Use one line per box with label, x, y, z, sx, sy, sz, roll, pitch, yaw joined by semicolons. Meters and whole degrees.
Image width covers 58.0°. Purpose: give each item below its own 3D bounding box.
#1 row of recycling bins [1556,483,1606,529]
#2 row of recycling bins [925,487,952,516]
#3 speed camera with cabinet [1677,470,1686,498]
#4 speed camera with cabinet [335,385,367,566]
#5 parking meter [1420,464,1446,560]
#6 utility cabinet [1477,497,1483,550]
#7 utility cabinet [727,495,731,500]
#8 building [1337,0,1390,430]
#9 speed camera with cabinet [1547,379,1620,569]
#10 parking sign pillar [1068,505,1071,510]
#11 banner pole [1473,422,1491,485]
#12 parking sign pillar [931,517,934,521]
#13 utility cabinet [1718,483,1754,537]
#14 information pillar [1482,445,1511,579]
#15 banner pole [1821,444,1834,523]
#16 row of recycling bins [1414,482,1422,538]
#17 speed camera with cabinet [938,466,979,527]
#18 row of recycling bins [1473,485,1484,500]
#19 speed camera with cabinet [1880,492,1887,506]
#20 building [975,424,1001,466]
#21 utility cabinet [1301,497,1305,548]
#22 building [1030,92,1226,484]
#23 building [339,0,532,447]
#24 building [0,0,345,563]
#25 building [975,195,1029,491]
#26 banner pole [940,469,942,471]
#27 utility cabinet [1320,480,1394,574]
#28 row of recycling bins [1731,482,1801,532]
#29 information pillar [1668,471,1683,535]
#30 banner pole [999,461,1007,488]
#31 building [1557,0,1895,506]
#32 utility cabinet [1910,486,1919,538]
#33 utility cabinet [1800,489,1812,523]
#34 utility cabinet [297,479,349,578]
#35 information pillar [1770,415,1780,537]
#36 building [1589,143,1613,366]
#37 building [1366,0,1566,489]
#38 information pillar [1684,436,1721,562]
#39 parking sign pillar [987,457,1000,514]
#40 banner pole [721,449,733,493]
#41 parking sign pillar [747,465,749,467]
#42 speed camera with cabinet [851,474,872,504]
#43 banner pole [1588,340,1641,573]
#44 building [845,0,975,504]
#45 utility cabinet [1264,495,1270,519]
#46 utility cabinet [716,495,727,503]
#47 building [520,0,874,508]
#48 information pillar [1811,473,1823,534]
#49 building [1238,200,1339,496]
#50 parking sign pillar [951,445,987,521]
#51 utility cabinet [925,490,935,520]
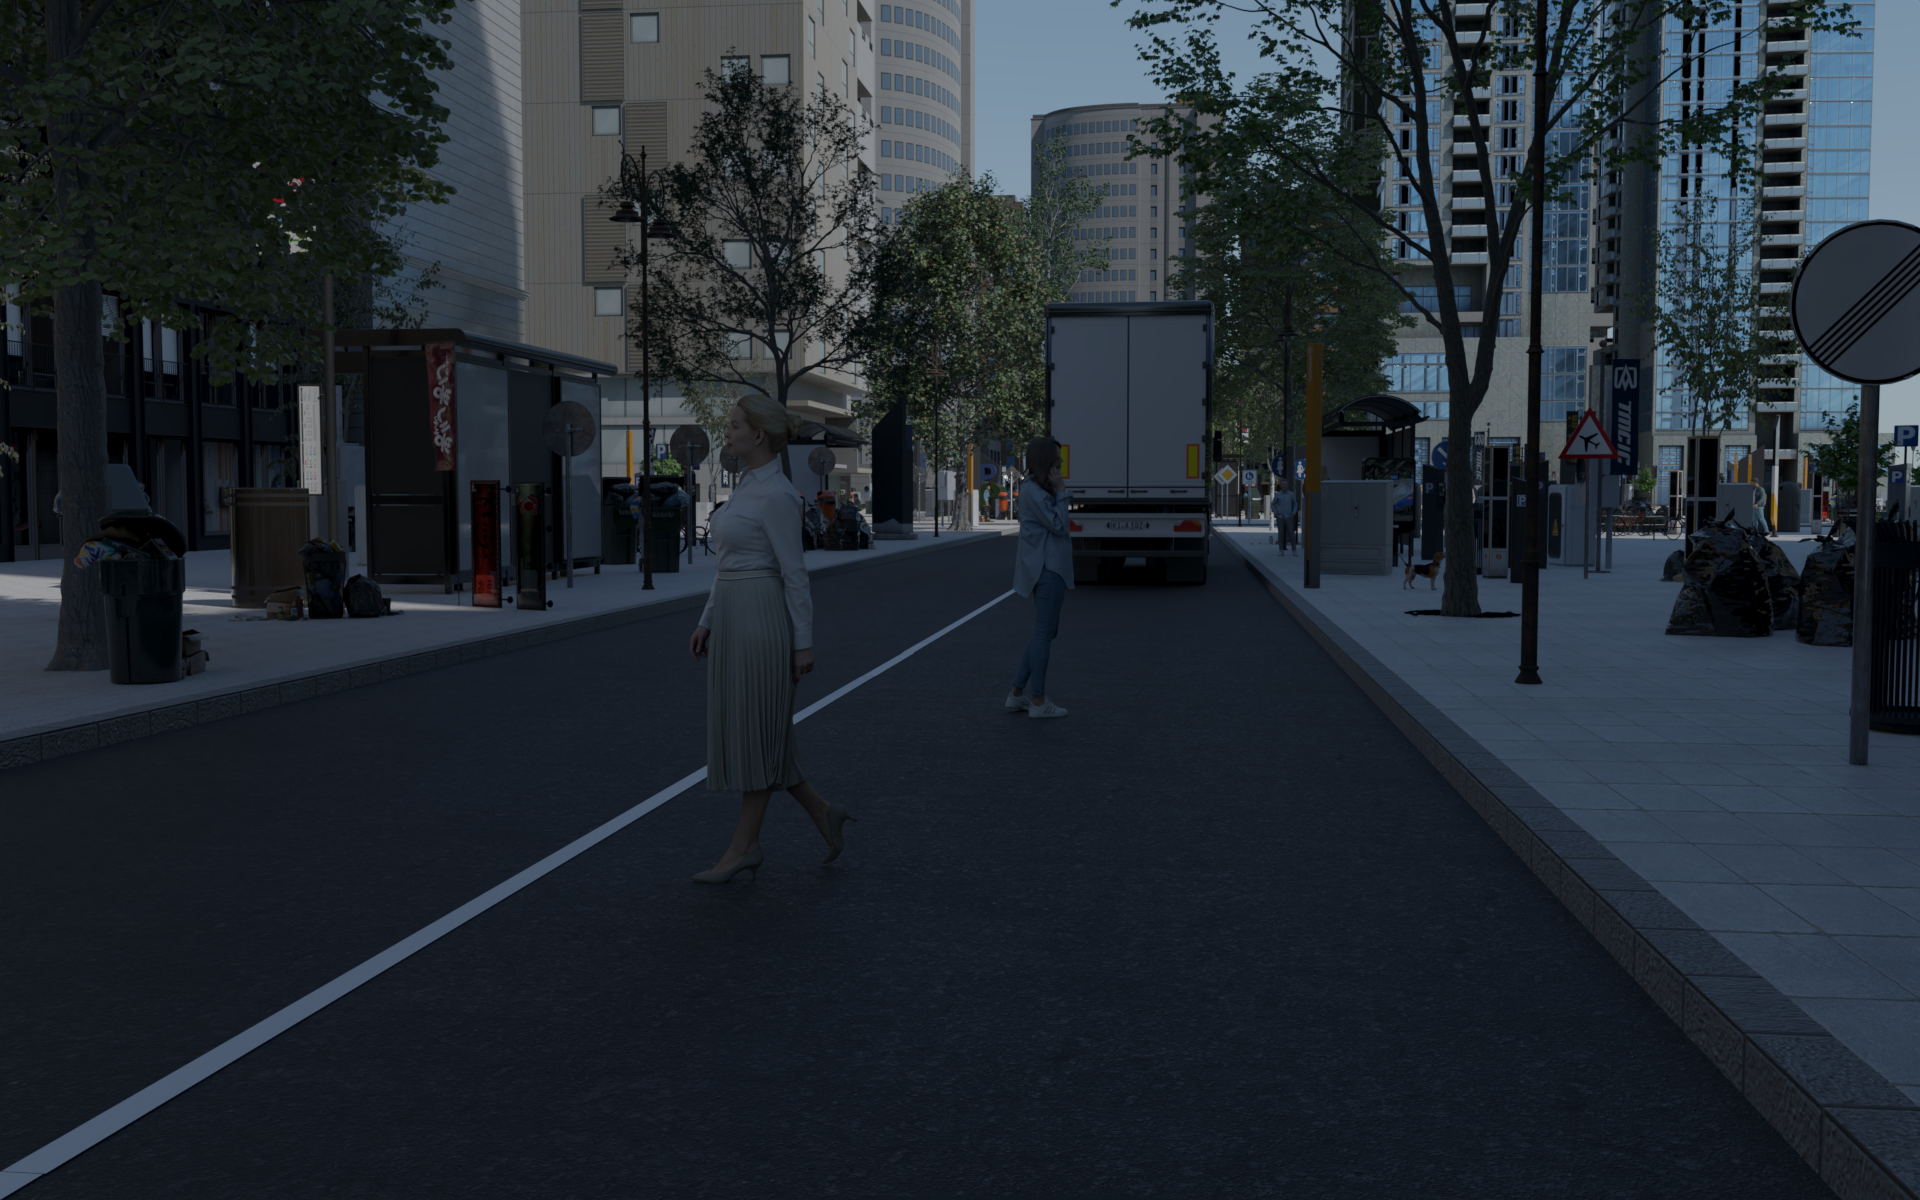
row of recycling bins;22.699;-3.521;64.683;3.534;1.692;1.069;1;4;18
row of recycling bins;-1.289;-5.677;99.932;1.069;1.692;3.534;1;4;22
speed camera with cabinet;60.398;-9.194;144.651;2.038;3.252;0.660;-1;4;-9
speed camera with cabinet;-10.704;-2.260;31.285;0.660;3.252;2.038;-3;5;-45
parking meter;9.191;-1.707;33.628;0.255;1.863;0.399;-3;5;-41
utility cabinet;12.405;-1.764;40.008;1.020;1.237;0.306;-2;4;-32
utility cabinet;-12.477;-5.047;93.686;0.306;1.237;1.020;3;5;43
building;52.352;-46.457;197.819;20.563;71.187;20.611;0;4;7
speed camera with cabinet;10.980;-2.214;30.537;0.660;3.252;2.038;0;4;0
parking sign pillar;6.939;-7.786;115.779;1.447;3.967;1.447;2;4;34
banner pole;18.312;-4.323;60.703;0.401;3.779;0.863;-2;4;-33
parking sign pillar;-1.972;-5.767;82.757;1.447;3.967;1.447;-1;4;-12
utility cabinet;15.229;-1.593;34.716;1.173;1.500;0.318;1;4;8
information pillar;8.150;-1.336;26.334;0.304;2.012;0.304;0;4;-4
banner pole;38.065;-5.255;75.929;0.401;3.779;0.863;-2;4;-29
row of recycling bins;11.924;-2.621;49.960;3.534;1.692;1.069;-2;4;-30
speed camera with cabinet;-0.069;-4.536;68.494;0.660;3.252;2.038;-2;4;-35
row of recycling bins;24.538;-4.227;76.229;3.534;1.692;1.069;1;4;21
speed camera with cabinet;71.549;-8.585;134.703;2.038;3.252;0.660;2;4;30
building;-11.699;-54.540;204.396;31.000;86.520;22.319;0;4;7
utility cabinet;8.611;-1.827;41.035;1.020;1.237;0.306;1;4;9
building;24.843;-43.771;257.655;28.212;58.520;21.231;0;4;7
building;-29.638;-16.860;53.156;29.804;29.767;11.434;0;4;7
building;-23.189;-12.730;37.813;12.332;23.373;15.834;0;4;7
building;2.849;-37.180;258.000;14.200;45.320;14.600;0;4;7
banner pole;-1.313;-8.542;129.686;0.401;3.779;0.863;2;4;31
utility cabinet;6.293;-1.160;27.649;1.173;1.500;0.318;3;4;37
row of recycling bins;27.576;-3.214;59.668;1.069;1.692;3.534;-1;4;-13
information pillar;22.589;-3.070;54.684;0.304;2.012;0.304;-3;5;-40
banner pole;3.260;-8.740;132.920;0.863;3.779;0.401;-3;5;-40
building;85.881;-53.781;191.998;31.000;86.520;22.319;0;4;7
utility cabinet;24.926;-2.232;45.177;0.318;1.500;1.173;-1;4;-20
utility cabinet;36.448;-4.081;75.397;0.318;1.500;1.173;-3;5;-40
utility cabinet;-9.382;-1.030;25.512;0.318;1.500;1.173;0;4;1
information pillar;24.117;-3.663;51.237;0.183;3.616;0.504;3;4;36
building;82.415;-40.751;255.517;27.495;52.752;28.713;0;4;7
building;50.164;-52.505;171.127;22.319;86.520;31.000;0;4;7
information pillar;9.390;-1.066;21.921;0.304;2.012;0.304;0;3;0
parking sign pillar;1.861;-7.483;110.821;1.447;3.967;1.447;1;4;14
banner pole;-11.258;-5.763;84.239;0.863;3.779;0.401;-2;4;-33
parking sign pillar;-10.945;-6.385;92.875;1.447;3.967;1.447;0;4;-6
speed camera with cabinet;-8.521;-9.561;150.661;2.038;3.252;0.660;2;4;32
banner pole;10.661;-2.336;28.208;0.863;3.779;0.401;0;4;-3
building;-10.595;-38.343;168.899;21.231;58.520;28.212;0;4;7
utility cabinet;15.729;-4.735;88.585;0.306;1.237;1.020;0;4;5
utility cabinet;-12.152;-4.689;87.822;0.306;1.237;1.020;0;4;-1
building;-20.937;-32.286;117.120;28.713;52.752;27.495;0;4;7
information pillar;27.449;-3.118;55.464;0.304;2.012;0.304;2;4;25
building;53.948;-36.736;255.253;28.867;44.769;22.147;0;4;7
parking sign pillar;0.290;-5.751;82.496;1.447;3.967;1.447;-1;4;-15
utility cabinet;-1.614;-4.642;84.582;0.318;1.500;1.173;-2;4;-33
